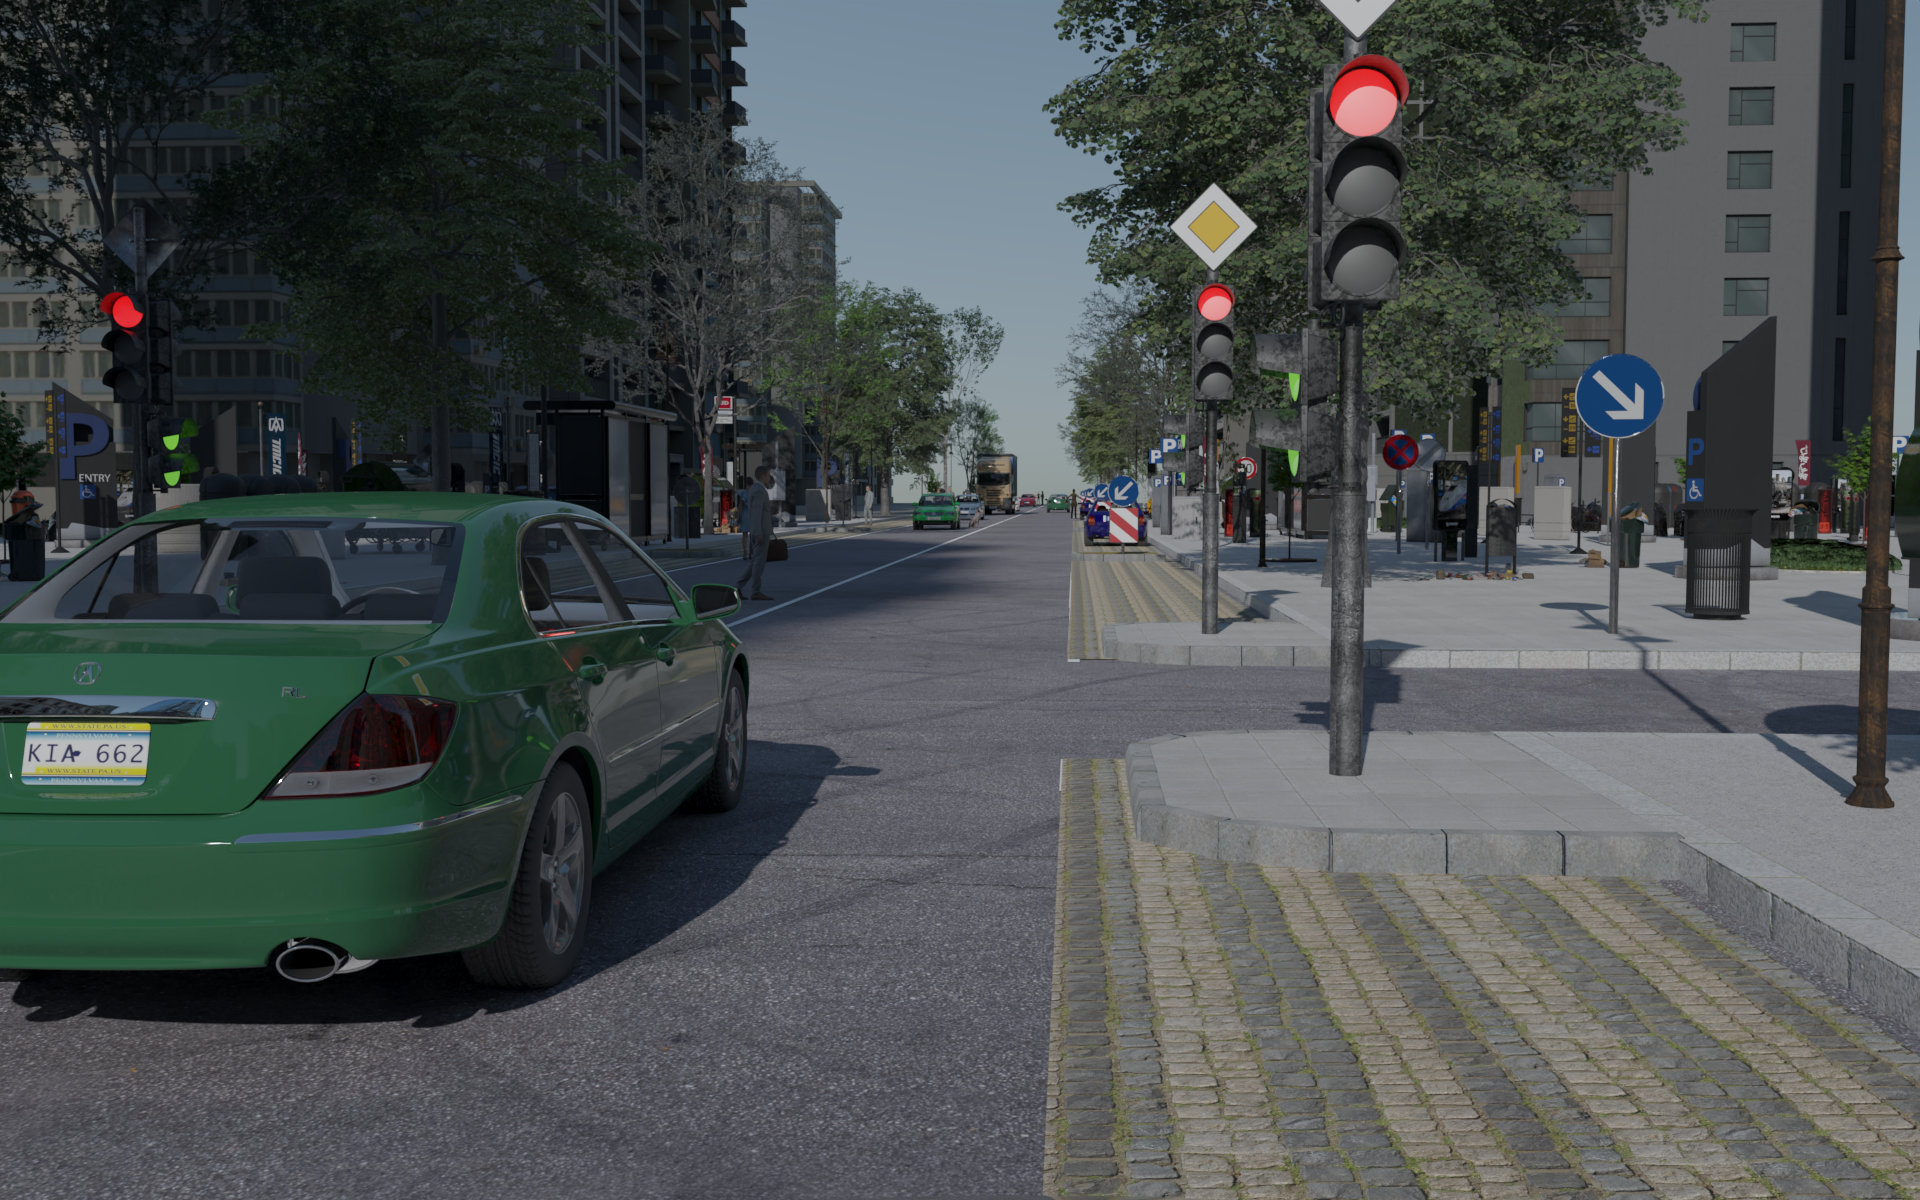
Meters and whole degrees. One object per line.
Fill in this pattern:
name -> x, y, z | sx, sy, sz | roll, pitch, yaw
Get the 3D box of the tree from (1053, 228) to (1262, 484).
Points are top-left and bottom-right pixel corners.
tree -> 9.411, -10.285, 78.536 | 12.009, 13.543, 11.850 | 0, 3, 0

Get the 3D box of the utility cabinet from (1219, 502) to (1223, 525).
utility cabinet -> 10.800, -3.752, 70.024 | 1.173, 1.500, 0.318 | 3, 4, 37

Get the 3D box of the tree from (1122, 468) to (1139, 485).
tree -> 11.559, -7.483, 116.952 | 1.663, 3.219, 1.824 | 0, 3, 0

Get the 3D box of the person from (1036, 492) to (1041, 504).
person -> 11.152, -14.487, 246.178 | 1.217, 1.723, 0.721 | 0, 4, 7

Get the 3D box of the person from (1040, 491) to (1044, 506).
person -> 10.080, -12.480, 212.560 | 0.705, 1.823, 1.348 | -1, 4, -19

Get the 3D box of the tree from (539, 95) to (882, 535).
tree -> -7.952, -8.794, 54.157 | 12.009, 13.543, 11.850 | 0, 3, 0

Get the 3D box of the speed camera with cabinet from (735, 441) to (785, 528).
speed camera with cabinet -> -7.558, -4.345, 65.380 | 2.038, 3.252, 0.660 | 2, 4, 33

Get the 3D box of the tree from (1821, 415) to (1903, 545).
tree -> 22.284, -2.928, 42.482 | 1.663, 3.219, 1.824 | 0, 3, 0

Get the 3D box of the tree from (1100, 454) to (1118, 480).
tree -> 16.931, -14.909, 194.119 | 4.737, 8.622, 4.395 | 0, 3, 0

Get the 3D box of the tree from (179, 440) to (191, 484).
tree -> -25.477, -3.799, 56.707 | 1.663, 3.219, 1.824 | 0, 3, 0

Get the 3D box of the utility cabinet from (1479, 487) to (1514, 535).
utility cabinet -> 16.416, -2.710, 52.984 | 0.318, 1.500, 1.173 | -2, 4, -26

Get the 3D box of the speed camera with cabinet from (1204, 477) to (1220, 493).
speed camera with cabinet -> 12.961, -5.637, 86.507 | 0.660, 3.252, 2.038 | -2, 4, -25

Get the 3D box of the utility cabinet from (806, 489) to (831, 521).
utility cabinet -> -6.647, -4.444, 81.341 | 1.173, 1.500, 0.318 | 0, 4, 6

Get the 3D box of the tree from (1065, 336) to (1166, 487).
tree -> 11.092, -12.523, 122.885 | 7.486, 12.596, 7.792 | 0, 3, 0

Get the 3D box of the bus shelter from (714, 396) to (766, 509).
bus shelter -> -8.786, -5.861, 73.464 | 2.179, 5.291, 8.768 | 0, 4, 4

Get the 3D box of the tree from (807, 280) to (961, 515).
tree -> -4.463, -12.123, 104.868 | 9.857, 13.997, 8.962 | 0, 3, 0

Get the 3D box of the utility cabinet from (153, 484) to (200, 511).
utility cabinet -> -17.081, -1.792, 37.984 | 1.173, 1.500, 0.318 | -2, 4, -28

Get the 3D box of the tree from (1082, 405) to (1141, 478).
tree -> 16.583, -15.730, 182.937 | 9.928, 11.665, 9.643 | 0, 3, 0

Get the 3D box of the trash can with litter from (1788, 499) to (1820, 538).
trash can with litter -> 18.509, -1.629, 38.016 | 0.624, 1.170, 1.055 | 2, 4, 24

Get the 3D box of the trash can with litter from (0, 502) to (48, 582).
trash can with litter -> -13.999, -0.861, 25.460 | 1.055, 1.170, 0.624 | -1, 4, -13

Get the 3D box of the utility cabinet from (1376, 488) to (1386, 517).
utility cabinet -> 16.645, -3.612, 67.742 | 1.173, 1.500, 0.318 | 0, 4, 2

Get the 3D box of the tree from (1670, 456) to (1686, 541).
tree -> 20.412, -3.260, 47.901 | 1.663, 3.219, 1.824 | 0, 3, 0

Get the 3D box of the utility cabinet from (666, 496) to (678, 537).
utility cabinet -> -8.975, -2.517, 52.318 | 0.306, 1.237, 1.020 | 2, 4, 35

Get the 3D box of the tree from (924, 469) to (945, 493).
tree -> -2.151, -8.444, 132.660 | 1.663, 3.219, 1.824 | 0, 3, 0

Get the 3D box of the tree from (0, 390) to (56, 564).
tree -> -17.682, -2.302, 32.243 | 1.663, 3.219, 1.824 | 0, 3, 0

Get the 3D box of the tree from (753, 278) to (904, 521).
tree -> -6.464, -9.635, 83.280 | 9.928, 11.665, 9.643 | 0, 3, 0

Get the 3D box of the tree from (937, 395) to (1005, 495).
tree -> 0.966, -15.669, 181.942 | 9.928, 11.665, 9.643 | 0, 3, 0

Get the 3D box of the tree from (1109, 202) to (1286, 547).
tree -> 5.990, -5.570, 41.430 | 4.360, 8.622, 3.978 | 0, 3, 0

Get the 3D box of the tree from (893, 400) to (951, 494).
tree -> -2.672, -10.821, 127.281 | 4.360, 8.622, 3.978 | 0, 3, 0

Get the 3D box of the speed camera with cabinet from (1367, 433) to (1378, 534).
speed camera with cabinet -> 13.418, -3.832, 56.983 | 0.660, 3.252, 2.038 | 1, 4, 15

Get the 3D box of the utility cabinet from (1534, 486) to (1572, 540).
utility cabinet -> 16.586, -2.433, 48.460 | 0.318, 1.500, 1.173 | -1, 4, -21

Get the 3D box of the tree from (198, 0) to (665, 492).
tree -> -9.164, -6.879, 30.598 | 7.486, 12.596, 7.792 | 0, 3, 0

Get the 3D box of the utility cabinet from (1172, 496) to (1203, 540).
utility cabinet -> 6.534, -2.315, 49.009 | 1.020, 1.237, 0.306 | 1, 4, 21

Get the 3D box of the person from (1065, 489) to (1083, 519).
person -> 6.651, -5.595, 100.692 | 1.217, 1.735, 0.721 | 1, 4, 23

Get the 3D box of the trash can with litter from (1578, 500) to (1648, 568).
trash can with litter -> 11.354, -1.145, 30.113 | 1.055, 1.170, 0.624 | 0, 4, 5

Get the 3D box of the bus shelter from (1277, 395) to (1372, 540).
bus shelter -> 10.715, -4.586, 52.612 | 2.179, 5.291, 8.768 | 0, 4, 4

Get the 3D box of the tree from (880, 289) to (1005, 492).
tree -> -2.530, -18.640, 160.658 | 12.611, 20.169, 13.585 | 0, 3, 0

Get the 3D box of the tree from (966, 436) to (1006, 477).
tree -> 4.269, -19.254, 249.217 | 7.601, 10.594, 8.767 | 1, 4, 10

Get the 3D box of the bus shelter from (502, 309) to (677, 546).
bus shelter -> -8.635, -3.825, 40.165 | 2.179, 5.291, 8.768 | 0, 4, 4

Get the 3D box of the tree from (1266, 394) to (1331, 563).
tree -> 6.180, -2.331, 32.714 | 1.663, 3.219, 1.824 | 0, 3, 0

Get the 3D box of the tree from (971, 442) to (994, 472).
tree -> 3.460, -17.087, 229.736 | 4.737, 8.622, 4.395 | 0, 3, 0

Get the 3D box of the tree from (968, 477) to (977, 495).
tree -> 1.396, -11.838, 188.145 | 1.663, 3.219, 1.824 | 0, 3, 0

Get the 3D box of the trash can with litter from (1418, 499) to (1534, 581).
trash can with litter -> 7.804, -0.928, 26.236 | 2.233, 1.210, 1.678 | -1, 4, -19

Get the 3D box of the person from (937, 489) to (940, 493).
person -> -1.363, -5.963, 106.544 | 0.990, 1.755, 0.434 | -3, 5, -43

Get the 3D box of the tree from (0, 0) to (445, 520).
tree -> -10.436, -5.378, 22.342 | 8.767, 10.594, 7.601 | 1, 4, 8

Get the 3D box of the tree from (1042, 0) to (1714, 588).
tree -> 5.307, -7.154, 23.622 | 9.857, 13.997, 8.962 | 0, 3, 0
